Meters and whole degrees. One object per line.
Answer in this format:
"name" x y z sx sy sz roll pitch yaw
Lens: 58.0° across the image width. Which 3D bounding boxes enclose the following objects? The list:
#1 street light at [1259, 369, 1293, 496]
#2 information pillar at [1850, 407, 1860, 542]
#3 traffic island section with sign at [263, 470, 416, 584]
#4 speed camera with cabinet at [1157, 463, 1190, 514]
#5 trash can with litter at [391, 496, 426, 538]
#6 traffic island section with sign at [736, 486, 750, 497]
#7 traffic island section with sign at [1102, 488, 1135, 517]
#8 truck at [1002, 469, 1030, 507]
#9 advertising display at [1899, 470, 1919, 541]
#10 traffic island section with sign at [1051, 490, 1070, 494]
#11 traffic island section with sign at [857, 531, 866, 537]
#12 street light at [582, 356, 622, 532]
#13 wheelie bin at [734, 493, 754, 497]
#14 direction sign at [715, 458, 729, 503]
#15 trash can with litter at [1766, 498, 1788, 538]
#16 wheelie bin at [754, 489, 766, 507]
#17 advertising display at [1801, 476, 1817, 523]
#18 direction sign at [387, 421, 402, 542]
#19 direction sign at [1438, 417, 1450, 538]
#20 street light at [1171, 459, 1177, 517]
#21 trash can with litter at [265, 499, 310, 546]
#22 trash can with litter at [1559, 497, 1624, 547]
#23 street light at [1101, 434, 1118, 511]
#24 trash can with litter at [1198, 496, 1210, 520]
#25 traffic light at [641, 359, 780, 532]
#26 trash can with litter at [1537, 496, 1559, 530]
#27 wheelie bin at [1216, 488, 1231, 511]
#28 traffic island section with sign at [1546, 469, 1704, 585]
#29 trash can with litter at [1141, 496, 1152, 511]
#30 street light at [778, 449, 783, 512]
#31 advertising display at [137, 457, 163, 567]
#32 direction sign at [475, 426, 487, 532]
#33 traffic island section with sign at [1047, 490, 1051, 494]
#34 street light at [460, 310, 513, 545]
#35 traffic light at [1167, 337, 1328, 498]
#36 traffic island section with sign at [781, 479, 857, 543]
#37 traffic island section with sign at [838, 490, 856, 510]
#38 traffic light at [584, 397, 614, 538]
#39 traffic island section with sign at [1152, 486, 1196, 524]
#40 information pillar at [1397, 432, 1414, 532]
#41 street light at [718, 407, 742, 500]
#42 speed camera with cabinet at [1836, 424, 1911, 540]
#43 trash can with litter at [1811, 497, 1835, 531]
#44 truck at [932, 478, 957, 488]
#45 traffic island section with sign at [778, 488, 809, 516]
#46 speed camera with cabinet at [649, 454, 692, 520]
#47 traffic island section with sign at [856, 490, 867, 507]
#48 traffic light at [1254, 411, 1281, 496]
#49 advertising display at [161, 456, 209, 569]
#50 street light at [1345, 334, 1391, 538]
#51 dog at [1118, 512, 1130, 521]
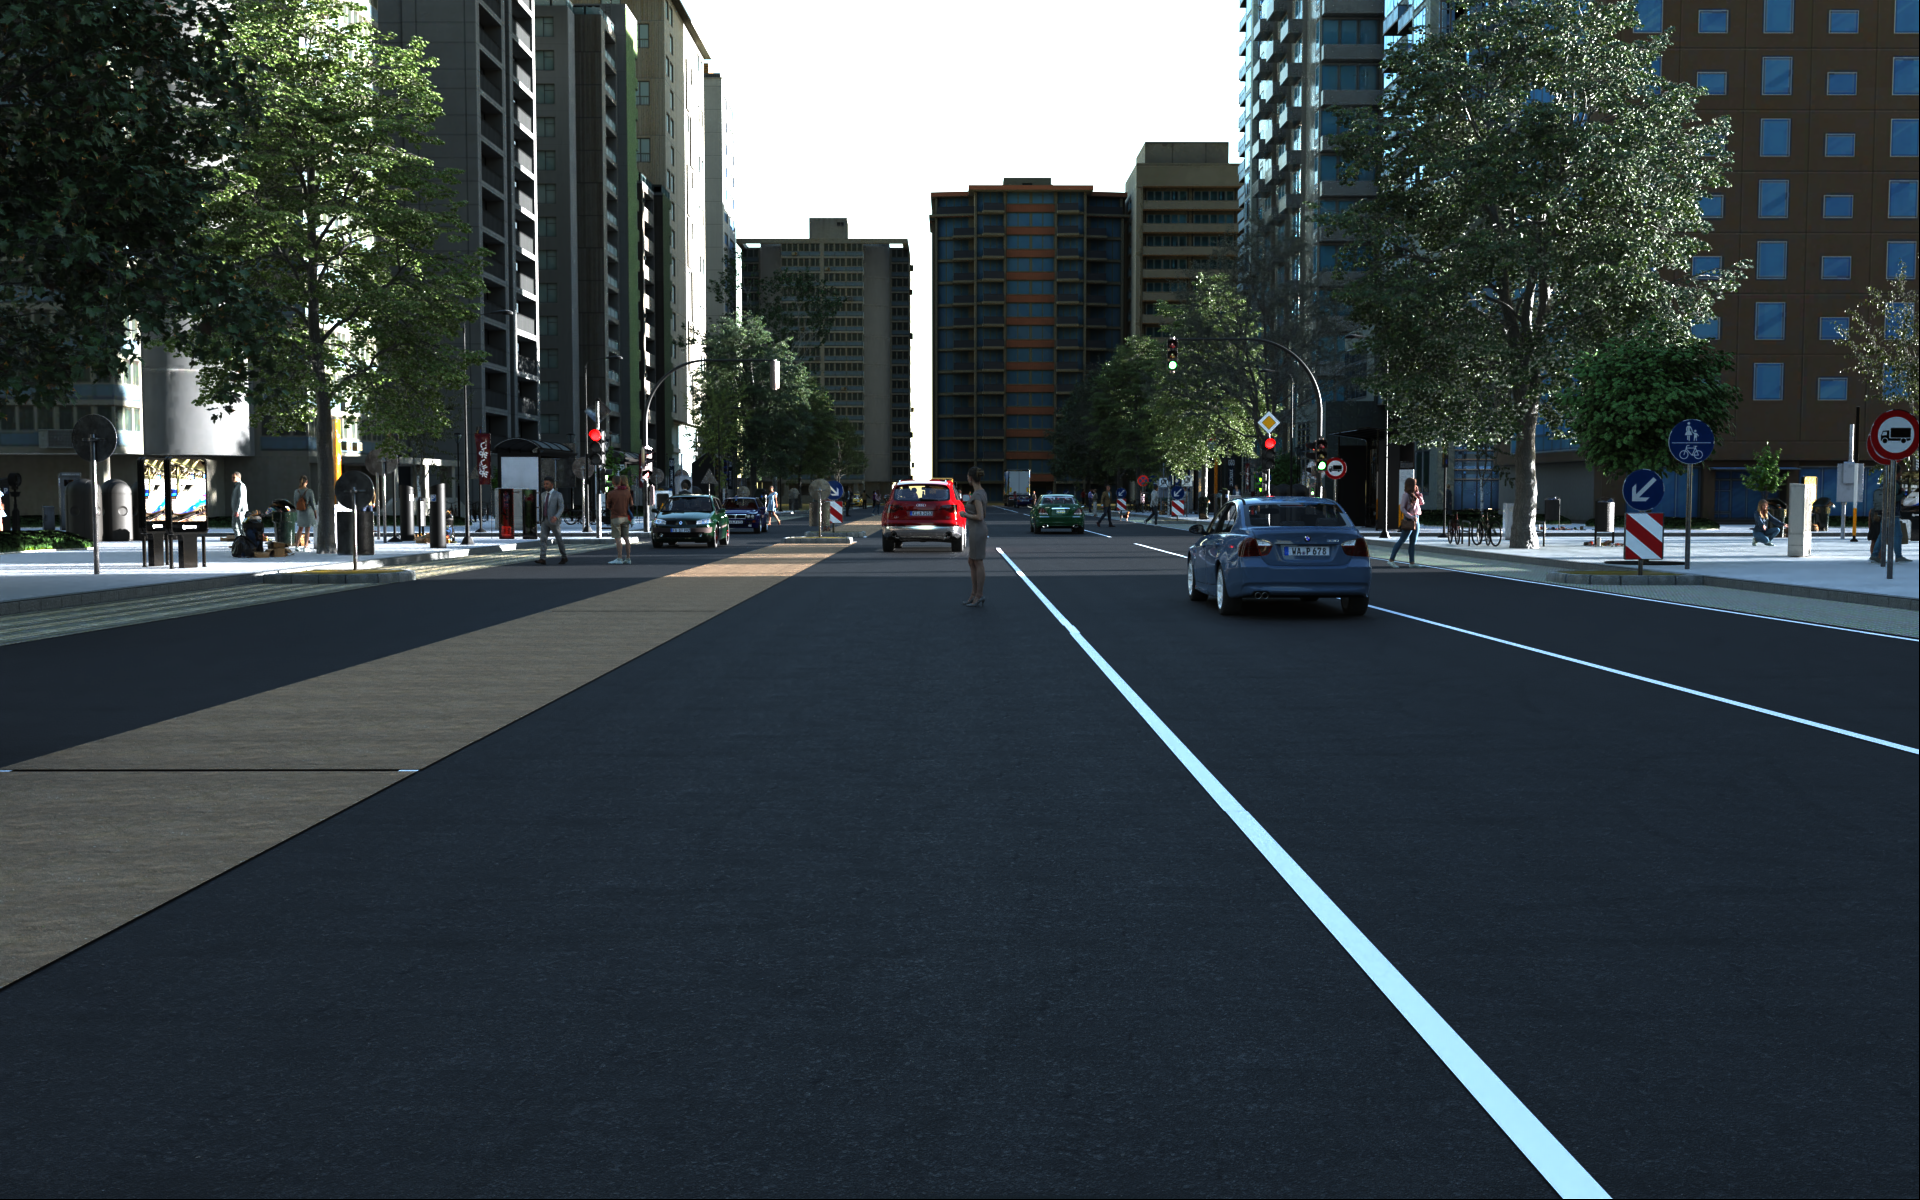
"street light" 11.813 -5.627 64.535 1.470 5.913 1.316 0 4 0
"information pillar" 24.138 -3.382 46.649 0.183 3.616 0.504 2 4 28
"traffic island section with sign" -10.081 -1.211 28.428 1.989 1.847 2.006 0 4 0
"speed camera with cabinet" 13.645 -7.126 110.842 2.038 3.252 0.660 -1 4 -8
"trash can with litter" -15.849 -2.403 50.353 1.678 1.210 2.233 0 4 -7
"traffic island section with sign" -10.451 -4.589 83.660 1.989 1.847 2.006 0 4 0
"traffic island section with sign" 10.107 -6.227 110.432 1.989 1.847 2.006 0 4 0
"truck" 6.472 -12.924 200.227 2.839 4.237 11.283 0 4 -2
"advertising display" 26.173 -2.571 47.254 0.974 1.923 0.123 1 4 20
"traffic island section with sign" 9.771 -9.353 161.546 1.989 1.847 2.006 0 4 0
"traffic island section with sign" -4.205 -3.063 58.220 2.006 1.907 1.989 0 4 0
"street light" -12.025 -5.243 58.270 1.470 5.913 1.316 0 4 0
"wheelie bin" -12.989 -5.816 102.992 0.693 1.594 0.980 2 4 27
"direction sign" -14.937 -7.135 108.651 0.876 3.537 0.379 0 4 0
"trash can with litter" 24.191 -2.430 51.116 1.055 1.170 0.624 -2 4 -29
"wheelie bin" -13.532 -6.678 117.099 0.980 1.594 0.693 3 5 40
"advertising display" 30.896 -3.538 63.056 0.974 1.923 0.123 -3 4 -38
"direction sign" -15.187 -3.330 46.448 0.379 3.537 0.876 -3 4 -37
"direction sign" 14.291 -3.611 51.030 0.379 3.537 0.876 0 4 6
"street light" 11.631 -7.692 98.299 1.470 5.913 1.316 0 4 0
"trash can with litter" -16.487 -1.905 42.539 0.624 1.170 1.055 1 4 13
"trash can with litter" 16.438 -1.957 43.062 2.233 1.210 1.678 -1 4 -14
"street light" 11.415 -9.772 132.320 1.470 5.913 1.316 0 4 0
"trash can with litter" 12.380 -4.664 87.650 0.624 1.170 1.055 0 4 3
"traffic light" -8.476 -5.123 58.437 4.771 5.953 1.251 0 4 0
"trash can with litter" 21.472 -3.098 61.712 2.233 1.210 1.678 2 4 34
"wheelie bin" 13.677 -5.001 89.681 0.693 1.594 0.980 2 4 29
"traffic island section with sign" 10.627 -1.184 27.992 1.989 1.847 2.006 0 4 0
"trash can with litter" 14.695 -7.427 132.486 1.678 1.210 2.233 0 4 -1
"street light" -12.565 -9.410 126.394 1.470 5.913 1.316 0 4 0
"advertising display" -14.332 -1.567 30.827 0.123 1.923 0.974 0 4 1
"direction sign" -16.088 -4.040 58.045 0.379 3.537 0.876 -2 4 -26
"traffic island section with sign" 9.599 -11.001 188.500 1.989 1.847 2.006 0 4 0
"street light" -11.971 -4.360 43.832 1.470 5.913 1.316 0 4 0
"traffic light" 8.354 -4.632 50.400 4.771 5.953 1.251 0 4 0
"traffic island section with sign" -4.167 -2.610 50.813 2.006 1.907 1.989 0 4 0
"traffic island section with sign" -10.950 -9.317 160.961 1.989 1.847 2.006 0 4 0
"traffic light" -10.515 -3.760 50.403 0.839 4.253 0.868 0 4 0
"traffic island section with sign" 10.283 -4.578 83.478 1.989 1.847 2.006 0 4 0
"information pillar" 15.029 -4.097 58.347 0.504 3.616 0.183 2 4 24
"street light" -12.283 -7.316 92.166 1.470 5.913 1.316 0 4 0
"speed camera with cabinet" 25.959 -3.344 49.006 2.038 3.252 0.660 2 4 27
"trash can with litter" 29.584 -2.951 59.638 1.055 1.170 0.624 -2 4 -35
"truck" -2.176 -12.757 204.494 3.469 3.379 9.791 0 4 1
"traffic island section with sign" -10.623 -6.272 111.178 1.989 1.847 2.006 0 4 0
"speed camera with cabinet" -14.156 -5.533 84.802 2.038 3.252 0.660 -2 4 -34
"traffic island section with sign" -11.123 -10.986 188.253 1.989 1.847 2.006 0 4 0
"traffic light" 10.393 -4.258 58.540 0.839 4.253 0.868 0 4 0
"advertising display" -13.422 -1.520 30.066 0.123 1.923 0.974 1 4 14
"street light" 11.896 -4.771 50.551 1.470 5.913 1.316 0 4 0
"dog" 8.683 -4.429 91.706 0.406 0.507 0.540 3 5 39
